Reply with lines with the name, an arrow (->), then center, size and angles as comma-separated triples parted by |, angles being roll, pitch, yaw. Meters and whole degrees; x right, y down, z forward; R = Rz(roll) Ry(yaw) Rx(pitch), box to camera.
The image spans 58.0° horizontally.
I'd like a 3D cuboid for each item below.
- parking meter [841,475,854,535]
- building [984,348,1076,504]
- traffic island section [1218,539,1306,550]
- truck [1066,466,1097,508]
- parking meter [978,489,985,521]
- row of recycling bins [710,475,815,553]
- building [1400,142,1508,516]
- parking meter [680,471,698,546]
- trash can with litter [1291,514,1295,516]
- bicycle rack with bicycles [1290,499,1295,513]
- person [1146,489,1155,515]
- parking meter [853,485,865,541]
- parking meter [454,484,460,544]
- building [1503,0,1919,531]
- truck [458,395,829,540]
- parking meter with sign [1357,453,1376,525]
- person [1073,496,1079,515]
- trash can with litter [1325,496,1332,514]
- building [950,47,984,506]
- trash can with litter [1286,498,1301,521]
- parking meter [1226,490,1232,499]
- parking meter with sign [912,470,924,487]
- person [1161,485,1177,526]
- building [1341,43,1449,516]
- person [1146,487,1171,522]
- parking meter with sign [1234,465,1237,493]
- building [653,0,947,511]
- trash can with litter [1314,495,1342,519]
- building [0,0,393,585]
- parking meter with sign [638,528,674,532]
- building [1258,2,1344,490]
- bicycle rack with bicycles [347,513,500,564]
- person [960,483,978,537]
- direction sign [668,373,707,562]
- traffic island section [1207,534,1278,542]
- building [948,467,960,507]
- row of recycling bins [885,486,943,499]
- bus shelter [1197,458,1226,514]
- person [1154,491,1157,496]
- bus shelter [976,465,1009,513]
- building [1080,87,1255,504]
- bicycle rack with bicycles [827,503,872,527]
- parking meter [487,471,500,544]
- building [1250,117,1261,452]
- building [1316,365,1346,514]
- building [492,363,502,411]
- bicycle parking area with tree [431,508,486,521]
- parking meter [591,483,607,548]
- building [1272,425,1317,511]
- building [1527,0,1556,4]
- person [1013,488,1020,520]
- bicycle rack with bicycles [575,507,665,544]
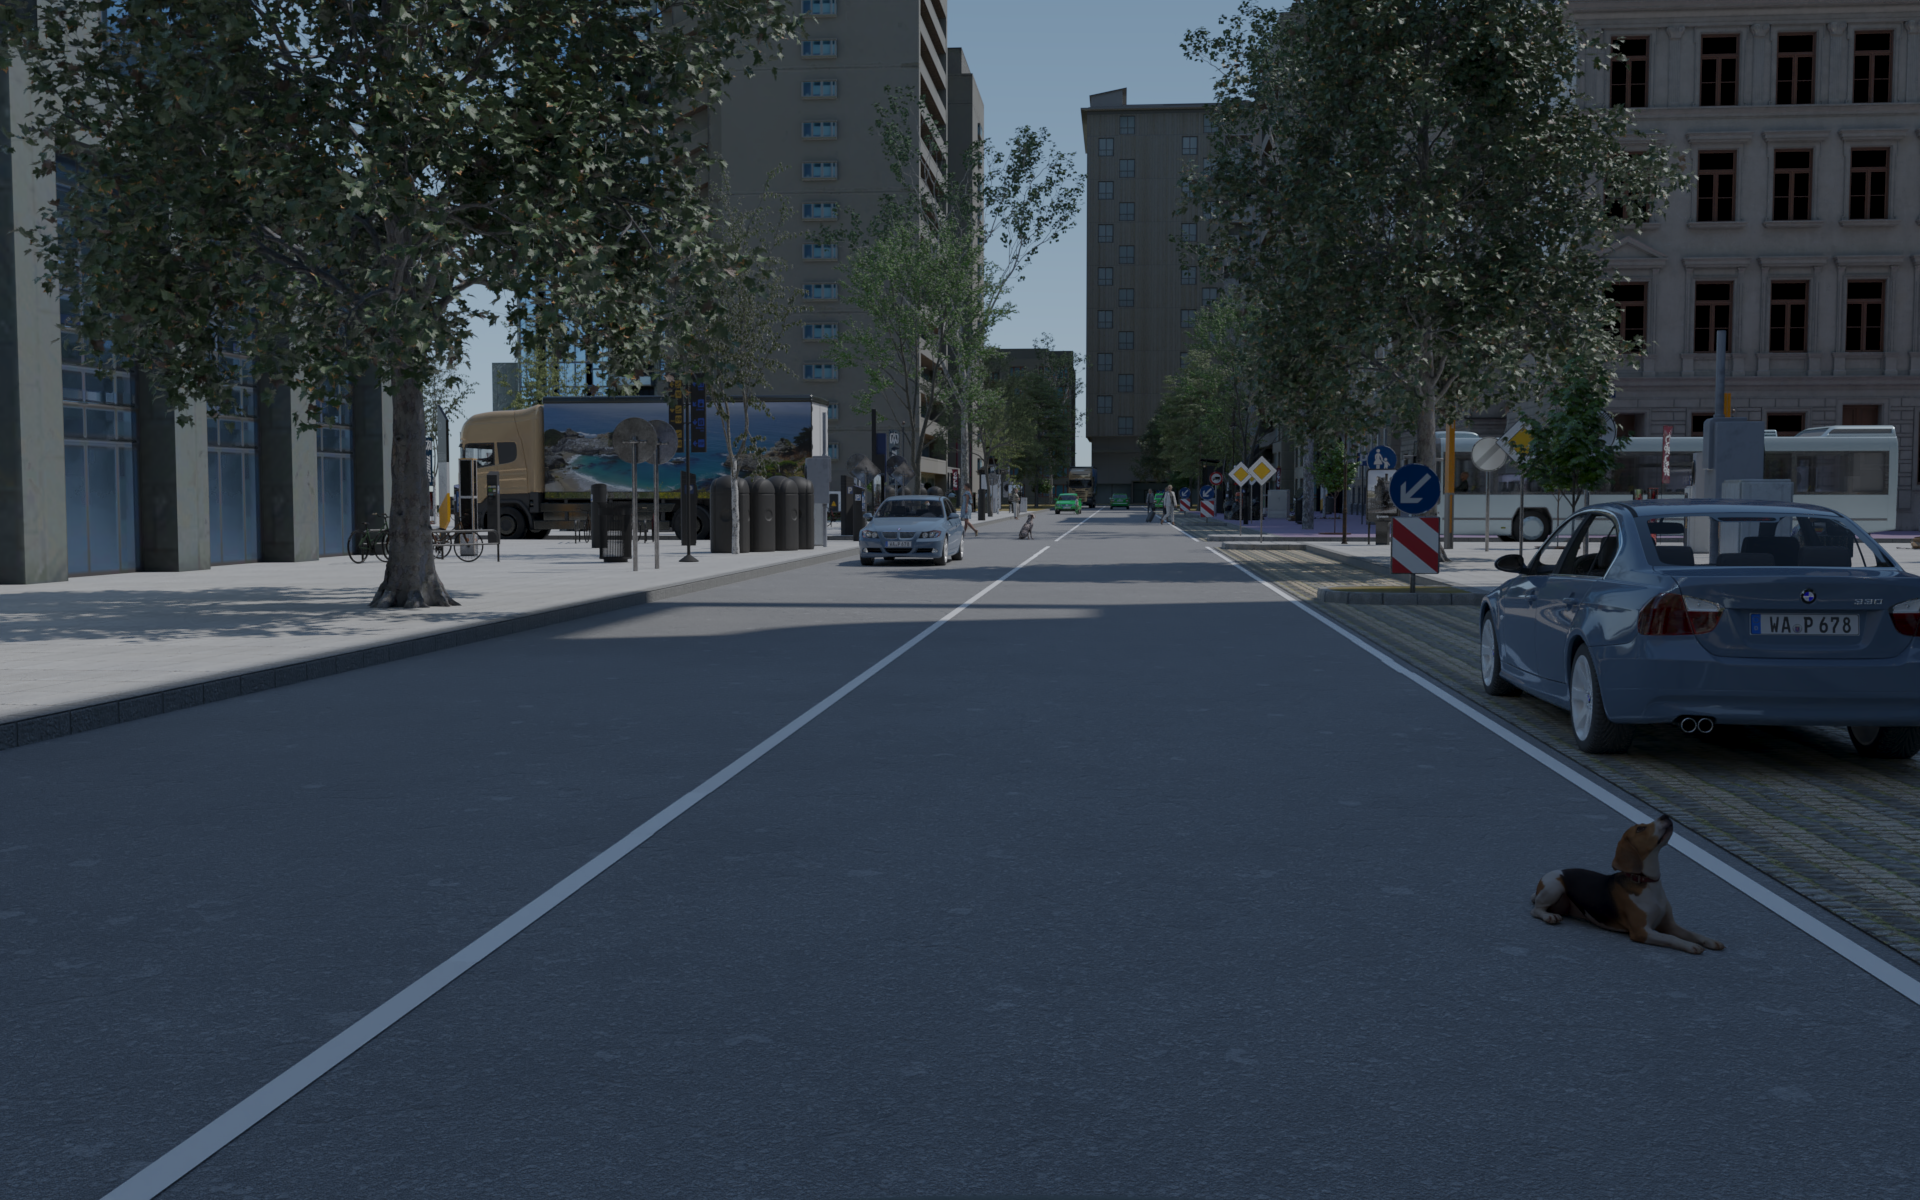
parking meter -> -3.489, -2.940, 53.774 | 0.255, 1.863, 0.399 | 3, 5, 44
building -> 0.912, -23.892, 235.666 | 28.899, 21.520, 27.650 | 0, 4, 5
traffic island section -> 7.908, -1.412, 45.369 | 2.009, 0.180, 2.903 | 0, 4, 5
truck -> 12.575, -11.529, 177.410 | 2.839, 4.237, 11.283 | 0, 4, 7
parking meter -> 1.044, -4.604, 83.692 | 0.372, 1.533, 0.369 | 0, 3, 0
row of recycling bins -> -4.360, -1.945, 38.920 | 1.069, 1.692, 3.534 | 2, 4, 27
building -> 26.651, -13.200, 80.446 | 10.561, 19.102, 19.286 | 0, 4, 5
parking meter -> -6.728, -2.283, 43.033 | 0.399, 1.863, 0.255 | -1, 4, -16
trash can with litter -> 19.271, -5.348, 98.499 | 1.678, 1.210, 2.233 | -1, 4, -18
bicycle rack with bicycles -> 22.943, -6.469, 119.142 | 2.925, 0.926, 2.852 | 3, 5, 45
person -> 12.929, -6.623, 116.966 | 0.709, 1.800, 0.728 | 3, 4, 36
parking meter -> -2.723, -2.365, 47.076 | 0.372, 1.533, 0.369 | 0, 3, 0
parking meter -> -12.855, -2.218, 44.669 | 0.372, 1.533, 0.369 | 0, 3, 0
building -> 31.564, -13.948, 64.201 | 21.152, 22.565, 11.583 | 0, 4, 5
truck -> -9.584, -3.777, 50.670 | 11.283, 4.237, 2.839 | 0, 4, 7
parking meter with sign -> 17.359, -4.663, 72.501 | 0.543, 3.016, 1.738 | -2, 4, -24
person -> 7.949, -6.449, 118.187 | 0.590, 1.304, 0.306 | -3, 5, -39
trash can with litter -> 23.248, -5.978, 109.129 | 0.624, 1.170, 1.055 | 1, 4, 17
building -> -8.736, -34.438, 186.766 | 21.600, 48.544, 21.300 | 0, 4, 5
trash can with litter -> 16.000, -4.314, 81.927 | 1.055, 1.170, 0.624 | -2, 4, -28
parking meter -> 16.179, -5.862, 104.261 | 0.372, 1.533, 0.369 | 0, 3, 0
parking meter with sign -> -2.743, -7.759, 123.126 | 0.543, 3.016, 1.738 | 2, 4, 25
person -> 9.436, -4.274, 78.251 | 0.818, 1.842, 0.514 | 3, 5, 43
building -> 29.870, -19.226, 100.256 | 13.634, 28.700, 20.117 | 0, 4, 5
person -> 10.119, -4.836, 87.788 | 1.509, 1.804, 0.699 | -1, 4, -19
parking meter with sign -> 17.559, -6.699, 105.789 | 1.738, 3.016, 0.543 | -2, 4, -25
building -> -12.676, -31.630, 140.846 | 21.300, 48.544, 21.600 | 0, 4, 5
trash can with litter -> 18.647, -4.758, 88.855 | 2.233, 1.210, 1.678 | 1, 4, 19
building -> -28.466, -43.574, 25.110 | 31.000, 86.520, 22.319 | 0, 4, 5
parking meter with sign -> -10.010, -3.786, 58.163 | 1.738, 3.016, 0.543 | -2, 4, -26
building -> 40.675, -33.295, 168.077 | 21.300, 48.544, 21.600 | 0, 4, 5
bicycle rack with bicycles -> -10.178, -1.174, 32.583 | 2.852, 0.926, 2.925 | 3, 5, 39
person -> 0.300, -3.018, 57.941 | 0.778, 1.811, 0.616 | 2, 4, 31
direction sign -> -5.129, -2.486, 32.646 | 0.876, 3.537, 0.379 | 2, 4, 30
traffic island section -> 8.654, -1.898, 53.319 | 2.009, 0.180, 2.903 | 0, 4, 5
building -> -10.596, -44.212, 161.118 | 20.563, 71.187, 20.611 | 0, 4, 5
row of recycling bins -> -2.560, -5.242, 92.816 | 3.534, 1.692, 1.069 | -2, 4, -23
bus shelter -> 16.904, -7.651, 116.383 | 1.731, 3.624, 6.357 | 0, 4, 6
person -> 19.313, -9.853, 170.311 | 0.721, 1.735, 1.217 | 1, 4, 21
bus shelter -> 2.311, -7.830, 121.941 | 2.014, 3.302, 5.546 | 0, 4, 5
building -> 30.196, -39.345, 232.526 | 27.495, 52.752, 28.713 | 0, 4, 5
bicycle rack with bicycles -> -3.827, -3.352, 68.193 | 2.925, 0.926, 2.852 | 1, 4, 19
parking meter -> -11.858, -2.344, 44.028 | 0.255, 1.863, 0.399 | 0, 4, -4
building -> 38.898, -32.816, 186.651 | 14.600, 45.320, 14.200 | 0, 4, 5
building -> 31.629, -17.666, 118.509 | 12.332, 23.373, 15.834 | 0, 4, 5
building -> -34.932, -53.555, 188.302 | 31.000, 86.520, 22.319 | 0, 4, 5
bicycle parking area with tree -> -23.261, -6.529, 93.747 | 8.231, 4.147, 9.016 | 0, 4, -3
parking meter -> -8.567, -2.000, 41.113 | 0.372, 1.533, 0.369 | 0, 3, 0
building -> 41.224, -18.257, 143.538 | 27.650, 21.520, 28.899 | 0, 4, 5
building -> 82.039, -47.947, 222.180 | 20.611, 71.187, 20.563 | 0, 4, 5
person -> 3.187, -5.394, 97.241 | 0.362, 1.759, 0.519 | 1, 4, 22
bicycle rack with bicycles -> -9.105, -1.993, 45.962 | 2.852, 0.926, 2.925 | 0, 4, -8
